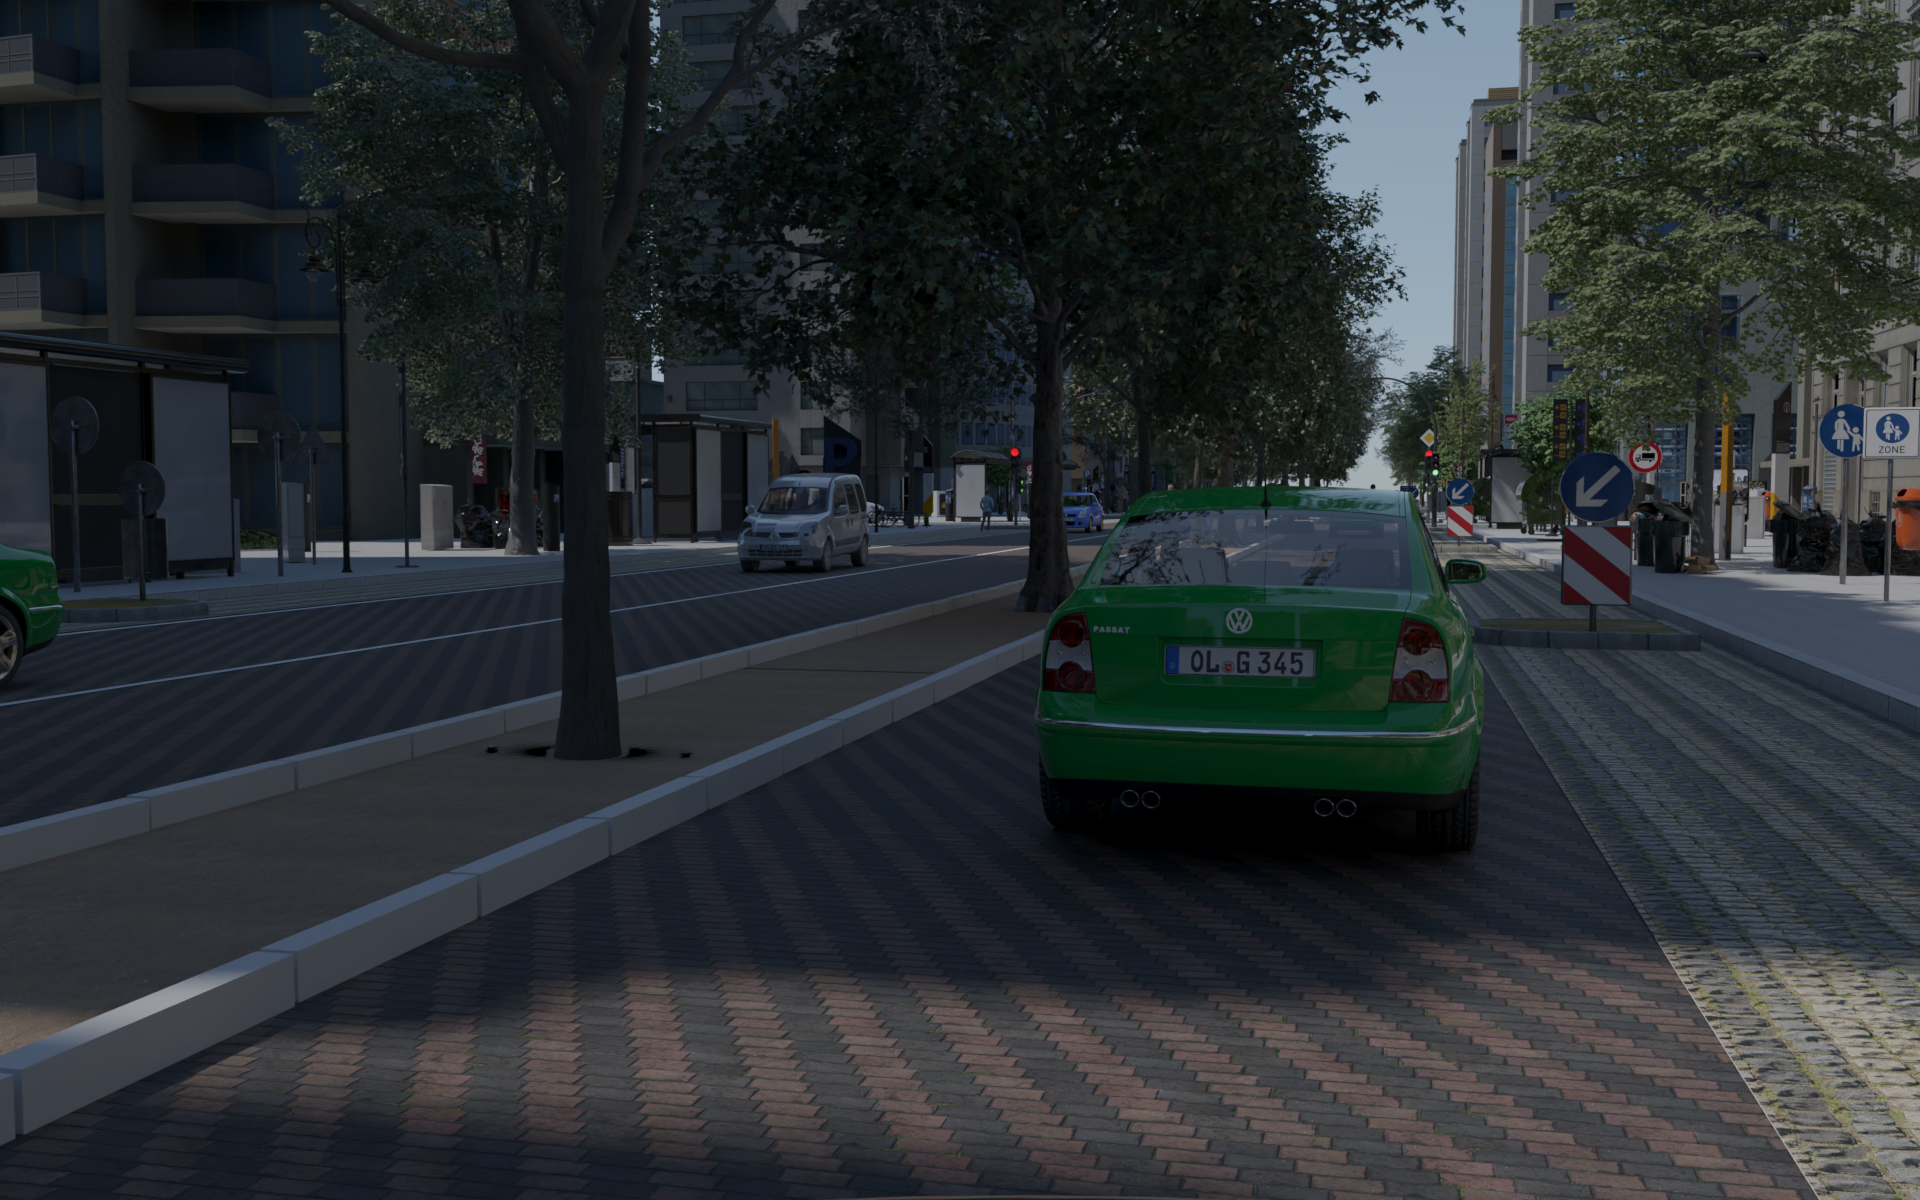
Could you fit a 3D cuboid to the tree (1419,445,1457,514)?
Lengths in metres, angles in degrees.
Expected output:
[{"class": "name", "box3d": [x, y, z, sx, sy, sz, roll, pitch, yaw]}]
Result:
[{"class": "tree", "box3d": [28.607, -7.067, 99.254, 4.285, 4.588, 4.351, 0, 3, 0]}]

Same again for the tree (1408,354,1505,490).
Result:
[{"class": "tree", "box3d": [26.674, -8.644, 91.687, 4.737, 8.622, 4.395, 0, 3, 0]}]

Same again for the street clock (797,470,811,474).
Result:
[{"class": "street clock", "box3d": [-4.611, -2.859, 51.310, 0.471, 2.002, 0.358, -1, 4, -8]}]

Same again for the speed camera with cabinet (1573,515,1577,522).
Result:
[{"class": "speed camera with cabinet", "box3d": [32.189, -5.755, 88.422, 2.038, 3.252, 0.660, 0, 4, -2]}]

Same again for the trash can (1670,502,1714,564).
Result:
[{"class": "trash can", "box3d": [13.547, -1.250, 32.089, 0.748, 1.137, 0.748, 0, 3, 0]}]

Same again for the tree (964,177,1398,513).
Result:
[{"class": "tree", "box3d": [5.286, -6.254, 39.120, 8.767, 10.594, 7.601, 1, 4, 13]}]

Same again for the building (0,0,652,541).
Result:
[{"class": "building", "box3d": [-26.419, -24.514, 55.429, 28.867, 44.769, 22.147, 1, 4, 13]}]

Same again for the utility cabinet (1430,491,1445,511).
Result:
[{"class": "utility cabinet", "box3d": [36.257, -7.518, 131.600, 1.173, 1.500, 0.318, 1, 4, 16]}]

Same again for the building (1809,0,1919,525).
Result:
[{"class": "building", "box3d": [30.985, -12.616, 39.561, 16.112, 22.955, 30.059, 1, 4, 13]}]

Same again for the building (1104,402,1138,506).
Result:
[{"class": "building", "box3d": [5.141, -20.800, 185.124, 27.650, 21.520, 28.899, 1, 4, 13]}]

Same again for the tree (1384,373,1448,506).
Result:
[{"class": "tree", "box3d": [48.690, -16.831, 181.839, 9.857, 13.997, 8.962, 0, 3, 0]}]

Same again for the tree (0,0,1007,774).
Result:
[{"class": "tree", "box3d": [-2.021, -5.893, 9.175, 12.009, 13.543, 11.850, 0, 3, 0]}]

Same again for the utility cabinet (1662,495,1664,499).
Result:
[{"class": "utility cabinet", "box3d": [37.870, -5.049, 93.705, 0.306, 1.237, 1.020, 2, 4, 27]}]

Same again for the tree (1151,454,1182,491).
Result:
[{"class": "tree", "box3d": [16.435, -9.661, 141.665, 4.285, 4.588, 4.351, 0, 3, 0]}]

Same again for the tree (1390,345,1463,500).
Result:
[{"class": "tree", "box3d": [37.150, -13.087, 132.103, 7.486, 12.596, 7.792, 0, 3, 0]}]

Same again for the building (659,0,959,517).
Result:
[{"class": "building", "box3d": [-8.474, -20.212, 102.170, 14.160, 30.474, 14.107, 1, 4, 13]}]

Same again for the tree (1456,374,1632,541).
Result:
[{"class": "tree", "box3d": [16.652, -3.896, 47.415, 4.285, 4.588, 4.351, 0, 3, 0]}]

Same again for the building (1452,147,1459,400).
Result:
[{"class": "building", "box3d": [91.660, -45.356, 283.571, 21.231, 58.520, 28.212, 1, 4, 13]}]

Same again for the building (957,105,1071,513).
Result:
[{"class": "building", "box3d": [-4.294, -35.978, 130.244, 21.231, 58.520, 28.212, 1, 4, 13]}]

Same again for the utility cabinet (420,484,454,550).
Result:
[{"class": "utility cabinet", "box3d": [-11.950, -1.893, 39.626, 0.318, 1.500, 1.173, 0, 4, 5]}]

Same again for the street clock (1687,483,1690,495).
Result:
[{"class": "street clock", "box3d": [46.596, -6.527, 111.279, 0.471, 2.002, 0.358, 1, 4, 17]}]

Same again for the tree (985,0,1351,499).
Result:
[{"class": "tree", "box3d": [3.214, -6.247, 30.345, 9.928, 11.665, 9.643, 0, 3, 0]}]

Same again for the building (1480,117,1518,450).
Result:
[{"class": "building", "box3d": [68.763, -33.790, 202.577, 14.600, 45.320, 14.200, 1, 4, 13]}]

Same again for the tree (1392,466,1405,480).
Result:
[{"class": "tree", "box3d": [55.015, -15.939, 210.968, 4.737, 8.622, 4.395, 0, 3, 0]}]

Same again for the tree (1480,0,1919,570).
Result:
[{"class": "tree", "box3d": [12.610, -6.759, 28.644, 7.486, 12.596, 7.792, 0, 3, 0]}]

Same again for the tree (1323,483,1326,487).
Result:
[{"class": "tree", "box3d": [30.844, -11.837, 146.347, 4.737, 8.622, 4.395, 0, 3, 0]}]

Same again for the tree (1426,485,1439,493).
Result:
[{"class": "tree", "box3d": [45.441, -10.578, 167.555, 1.663, 3.219, 1.824, 0, 3, 0]}]

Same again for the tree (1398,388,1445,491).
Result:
[{"class": "tree", "box3d": [41.264, -13.350, 152.685, 7.601, 10.594, 8.767, 0, 4, -2]}]

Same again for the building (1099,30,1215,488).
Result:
[{"class": "building", "box3d": [29.012, -50.752, 268.041, 20.563, 71.187, 20.611, 1, 4, 13]}]

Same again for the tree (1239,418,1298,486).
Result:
[{"class": "tree", "box3d": [9.071, -6.227, 54.632, 4.360, 8.622, 3.978, 0, 3, 0]}]

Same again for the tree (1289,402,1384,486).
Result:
[{"class": "tree", "box3d": [27.053, -13.534, 130.401, 9.857, 13.997, 8.962, 0, 3, 0]}]

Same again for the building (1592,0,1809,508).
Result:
[{"class": "building", "box3d": [56.287, -49.668, 124.741, 22.319, 86.520, 31.000, 1, 4, 13]}]

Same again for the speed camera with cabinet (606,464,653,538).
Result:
[{"class": "speed camera with cabinet", "box3d": [-9.956, -3.431, 50.427, 2.038, 3.252, 0.660, -2, 4, -33]}]

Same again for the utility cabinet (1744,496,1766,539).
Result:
[{"class": "utility cabinet", "box3d": [22.479, -2.350, 49.587, 1.020, 1.237, 0.306, 2, 4, 31]}]

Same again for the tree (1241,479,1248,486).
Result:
[{"class": "tree", "box3d": [32.175, -17.706, 207.626, 7.486, 12.596, 7.792, 0, 3, 0]}]

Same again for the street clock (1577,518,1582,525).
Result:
[{"class": "street clock", "box3d": [20.574, -3.230, 57.373, 0.358, 2.002, 0.471, -2, 4, -30]}]

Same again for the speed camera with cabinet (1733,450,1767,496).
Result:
[{"class": "speed camera with cabinet", "box3d": [35.184, -5.079, 77.382, 0.660, 3.252, 2.038, -1, 4, -15]}]

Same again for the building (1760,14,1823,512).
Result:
[{"class": "building", "box3d": [56.088, -26.308, 84.753, 28.867, 44.769, 22.147, 1, 4, 13]}]

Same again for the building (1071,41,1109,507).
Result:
[{"class": "building", "box3d": [6.088, -31.311, 162.051, 14.600, 45.320, 14.200, 1, 4, 13]}]

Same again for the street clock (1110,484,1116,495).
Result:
[{"class": "street clock", "box3d": [11.422, -7.633, 129.362, 0.358, 2.002, 0.471, -2, 4, -28]}]

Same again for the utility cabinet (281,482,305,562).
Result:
[{"class": "utility cabinet", "box3d": [-12.571, -1.465, 32.628, 0.318, 1.500, 1.173, -2, 4, -28]}]

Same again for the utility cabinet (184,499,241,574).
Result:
[{"class": "utility cabinet", "box3d": [-12.200, -1.034, 28.075, 0.306, 1.237, 1.020, 2, 4, 34]}]

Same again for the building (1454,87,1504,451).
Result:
[{"class": "building", "box3d": [85.419, -43.676, 256.107, 21.231, 58.520, 28.212, 1, 4, 13]}]

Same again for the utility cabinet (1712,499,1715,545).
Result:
[{"class": "utility cabinet", "box3d": [14.643, -1.399, 34.032, 0.306, 1.237, 1.020, 1, 4, 19]}]

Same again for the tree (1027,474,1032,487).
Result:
[{"class": "tree", "box3d": [4.413, -5.698, 87.763, 1.663, 3.219, 1.824, 0, 3, 0]}]

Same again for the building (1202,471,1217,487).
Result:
[{"class": "building", "box3d": [31.495, -27.482, 294.371, 27.650, 21.520, 28.899, 1, 4, 13]}]

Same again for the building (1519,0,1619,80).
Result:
[{"class": "building", "box3d": [61.564, -37.631, 157.261, 21.231, 58.520, 28.212, 1, 4, 13]}]

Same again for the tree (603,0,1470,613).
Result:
[{"class": "tree", "box3d": [1.055, -6.192, 20.699, 9.611, 12.733, 9.660, 0, 3, 0]}]

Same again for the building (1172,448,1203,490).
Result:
[{"class": "building", "box3d": [27.688, -29.363, 251.782, 14.160, 30.474, 14.107, 1, 4, 13]}]

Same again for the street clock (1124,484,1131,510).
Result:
[{"class": "street clock", "box3d": [11.882, -7.246, 123.046, 0.471, 2.002, 0.358, 0, 4, 5]}]

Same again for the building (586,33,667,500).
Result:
[{"class": "building", "box3d": [-34.787, -31.725, 107.938, 27.495, 52.752, 28.713, 1, 4, 13]}]

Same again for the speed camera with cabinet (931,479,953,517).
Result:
[{"class": "speed camera with cabinet", "box3d": [-0.612, -6.225, 96.107, 2.038, 3.252, 0.660, -3, 4, -38]}]

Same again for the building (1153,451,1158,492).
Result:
[{"class": "building", "box3d": [16.894, -31.819, 203.835, 14.154, 41.232, 14.086, 1, 4, 13]}]
